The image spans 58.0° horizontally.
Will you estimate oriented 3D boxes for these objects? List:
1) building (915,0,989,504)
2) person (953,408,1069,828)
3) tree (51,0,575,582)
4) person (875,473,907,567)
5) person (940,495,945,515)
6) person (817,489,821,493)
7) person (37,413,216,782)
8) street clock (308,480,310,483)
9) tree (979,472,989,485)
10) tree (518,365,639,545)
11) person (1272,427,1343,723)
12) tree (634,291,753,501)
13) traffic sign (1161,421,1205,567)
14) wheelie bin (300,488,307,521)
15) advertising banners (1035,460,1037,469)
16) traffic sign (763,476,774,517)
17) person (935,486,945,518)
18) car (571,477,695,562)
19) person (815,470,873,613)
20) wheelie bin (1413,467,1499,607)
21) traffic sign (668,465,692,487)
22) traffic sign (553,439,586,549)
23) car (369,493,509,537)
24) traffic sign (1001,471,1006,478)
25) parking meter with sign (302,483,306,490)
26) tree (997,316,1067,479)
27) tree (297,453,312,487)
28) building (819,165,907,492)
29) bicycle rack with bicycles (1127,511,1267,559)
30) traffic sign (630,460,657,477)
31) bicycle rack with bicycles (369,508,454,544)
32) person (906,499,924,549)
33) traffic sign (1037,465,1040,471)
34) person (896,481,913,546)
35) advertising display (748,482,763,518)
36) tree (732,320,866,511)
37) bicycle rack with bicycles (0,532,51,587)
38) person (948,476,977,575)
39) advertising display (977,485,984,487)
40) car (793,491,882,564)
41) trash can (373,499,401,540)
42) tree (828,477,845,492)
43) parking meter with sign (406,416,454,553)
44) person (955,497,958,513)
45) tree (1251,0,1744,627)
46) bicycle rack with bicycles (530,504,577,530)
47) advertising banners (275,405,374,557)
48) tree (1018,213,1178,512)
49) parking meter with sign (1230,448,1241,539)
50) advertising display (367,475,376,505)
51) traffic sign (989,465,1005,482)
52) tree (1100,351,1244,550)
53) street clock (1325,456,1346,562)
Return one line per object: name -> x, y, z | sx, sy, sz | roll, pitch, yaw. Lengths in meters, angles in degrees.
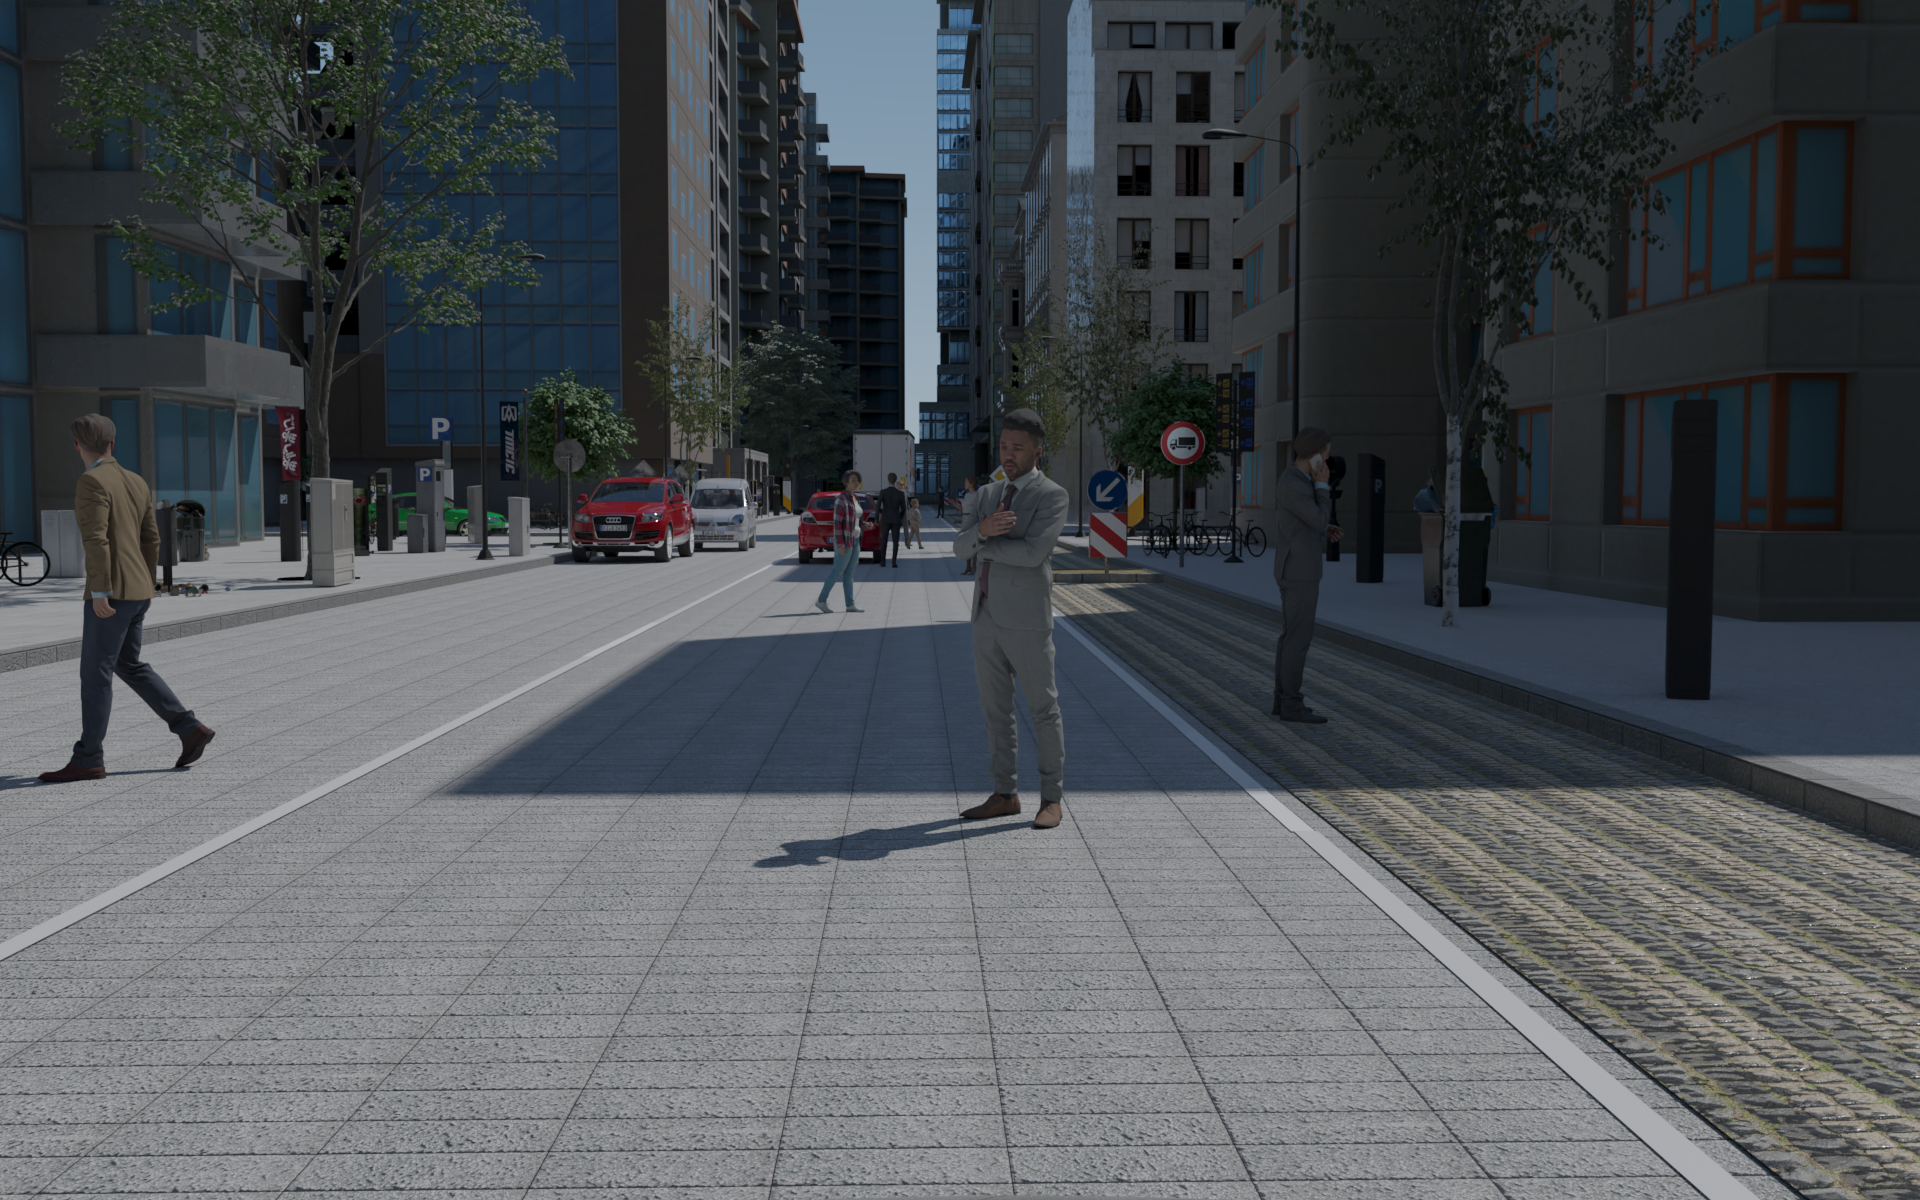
building -> 8.542, -56.011, 228.457 | 31.000, 86.520, 22.319 | 0, 4, -2
person -> 0.209, 0.071, 7.525 | 0.511, 1.800, 0.466 | 2, 4, 26
tree -> -9.415, -6.096, 25.419 | 9.928, 11.665, 9.643 | 0, 3, 0
person -> -1.383, -1.569, 33.930 | 0.659, 1.850, 0.755 | -1, 4, -11
person -> -1.240, -6.522, 115.227 | 0.391, 1.810, 0.635 | -3, 5, -42
person -> -10.208, -7.168, 125.883 | 0.537, 1.800, 0.526 | 1, 4, 12
person -> -4.278, -0.027, 8.845 | 0.836, 1.842, 0.656 | -2, 4, -32
street clock -> -31.951, -4.952, 85.530 | 0.471, 2.002, 0.358 | 2, 4, 35
tree -> 2.389, -8.741, 137.508 | 1.663, 3.219, 1.824 | 0, 3, 0
tree -> -9.902, -3.698, 44.168 | 4.285, 4.588, 4.351 | 0, 3, 0
person -> 2.198, -0.161, 10.938 | 0.447, 1.846, 0.655 | 0, 4, 2
tree -> -9.854, -6.938, 63.798 | 4.737, 8.622, 4.395 | 0, 3, 0
traffic sign -> 3.885, -1.845, 30.265 | 0.768, 2.556, 0.104 | 0, 4, 3
wheelie bin -> -31.627, -4.610, 83.286 | 0.693, 1.594, 0.980 | -1, 4, -18
advertising banners -> 2.855, -3.997, 61.544 | 0.090, 3.025, 2.074 | -1, 4, -12
traffic sign -> -10.648, -5.758, 96.275 | 0.606, 2.300, 0.079 | 0, 4, 7
person -> -1.179, -5.834, 103.241 | 0.474, 1.900, 0.648 | -2, 4, -30
car -> -7.096, -1.792, 37.974 | 2.281, 1.827, 5.304 | 0, 4, 0
person -> -1.396, -0.711, 20.961 | 0.643, 1.720, 0.563 | 1, 4, 22
wheelie bin -> 5.652, -0.732, 19.878 | 0.980, 1.594, 0.693 | -1, 4, -9
traffic sign -> -9.502, -3.373, 58.790 | 0.795, 2.450, 0.064 | 0, 4, -2
traffic sign -> -9.114, -2.465, 40.403 | 0.768, 2.556, 0.104 | 0, 4, 3
car -> -16.252, -2.711, 53.113 | 4.718, 1.807, 1.959 | 0, 4, -2
traffic sign -> 1.607, -2.902, 51.084 | 0.795, 2.450, 0.064 | 0, 4, -2
parking meter with sign -> -44.517, -7.451, 118.084 | 1.738, 3.016, 0.543 | 0, 4, -4
tree -> 3.694, -7.488, 72.789 | 4.737, 8.622, 4.395 | 0, 3, 0
tree -> -35.378, -6.530, 90.478 | 4.285, 4.588, 4.351 | 0, 3, 0
building -> -21.365, -35.092, 228.376 | 28.867, 44.769, 22.147 | 0, 4, -2
bicycle rack with bicycles -> 4.601, -1.373, 35.830 | 2.852, 0.926, 2.925 | -1, 4, -23
traffic sign -> -9.284, -2.885, 50.808 | 0.795, 2.450, 0.064 | 0, 4, -2
bicycle rack with bicycles -> -14.416, -1.924, 44.841 | 2.852, 0.926, 2.925 | -1, 4, -15
person -> -1.191, -1.966, 44.919 | 0.475, 1.303, 0.640 | 2, 4, 35
traffic sign -> 2.815, -4.237, 69.381 | 0.768, 2.556, 0.104 | 0, 3, 0
person -> -1.589, -2.396, 47.852 | 0.661, 1.801, 0.590 | -3, 5, -40
advertising display -> -10.875, -5.280, 91.535 | 0.974, 1.923, 0.123 | 1, 4, 17
tree -> -12.027, -13.509, 127.527 | 9.857, 13.997, 8.962 | 0, 3, 0
bicycle rack with bicycles -> -14.122, -0.645, 23.931 | 2.925, 0.926, 2.852 | -1, 4, -10
person -> 0.099, -1.320, 30.647 | 0.524, 1.755, 0.480 | -2, 4, -32
advertising display -> 1.425, -6.989, 119.478 | 0.123, 1.923, 0.974 | 2, 4, 29
car -> -2.531, -1.721, 37.172 | 2.155, 1.783, 4.494 | 0, 4, -3
trash can -> -16.053, -2.257, 48.561 | 0.748, 1.137, 0.748 | 0, 3, 0
tree -> -13.674, -12.001, 190.824 | 1.663, 3.219, 1.824 | 0, 3, 0
parking meter with sign -> -11.695, -2.562, 38.152 | 0.543, 3.016, 1.738 | 0, 4, 3
person -> -0.189, -7.013, 127.851 | 0.352, 1.250, 0.332 | 0, 4, 6
tree -> 4.983, -4.042, 16.456 | 4.360, 8.622, 3.978 | 0, 3, 0
bicycle rack with bicycles -> -14.968, -3.022, 62.797 | 2.925, 0.926, 2.852 | 2, 4, 30
advertising banners -> -12.832, -2.374, 35.004 | 0.090, 3.025, 2.074 | 3, 5, 40
tree -> 3.788, -5.783, 44.909 | 4.360, 8.622, 3.978 | 0, 3, 0
parking meter with sign -> 7.779, -3.167, 48.048 | 0.543, 3.016, 1.738 | 1, 4, 18
advertising display -> -19.413, -3.219, 57.845 | 0.123, 1.923, 0.974 | 1, 4, 19
traffic sign -> 1.389, -3.390, 59.066 | 0.795, 2.450, 0.064 | 0, 4, -2
tree -> 5.030, -3.436, 39.900 | 4.285, 4.588, 4.351 | 0, 3, 0
street clock -> 7.097, -1.732, 32.896 | 0.358, 2.002, 0.471 | -1, 4, -22
